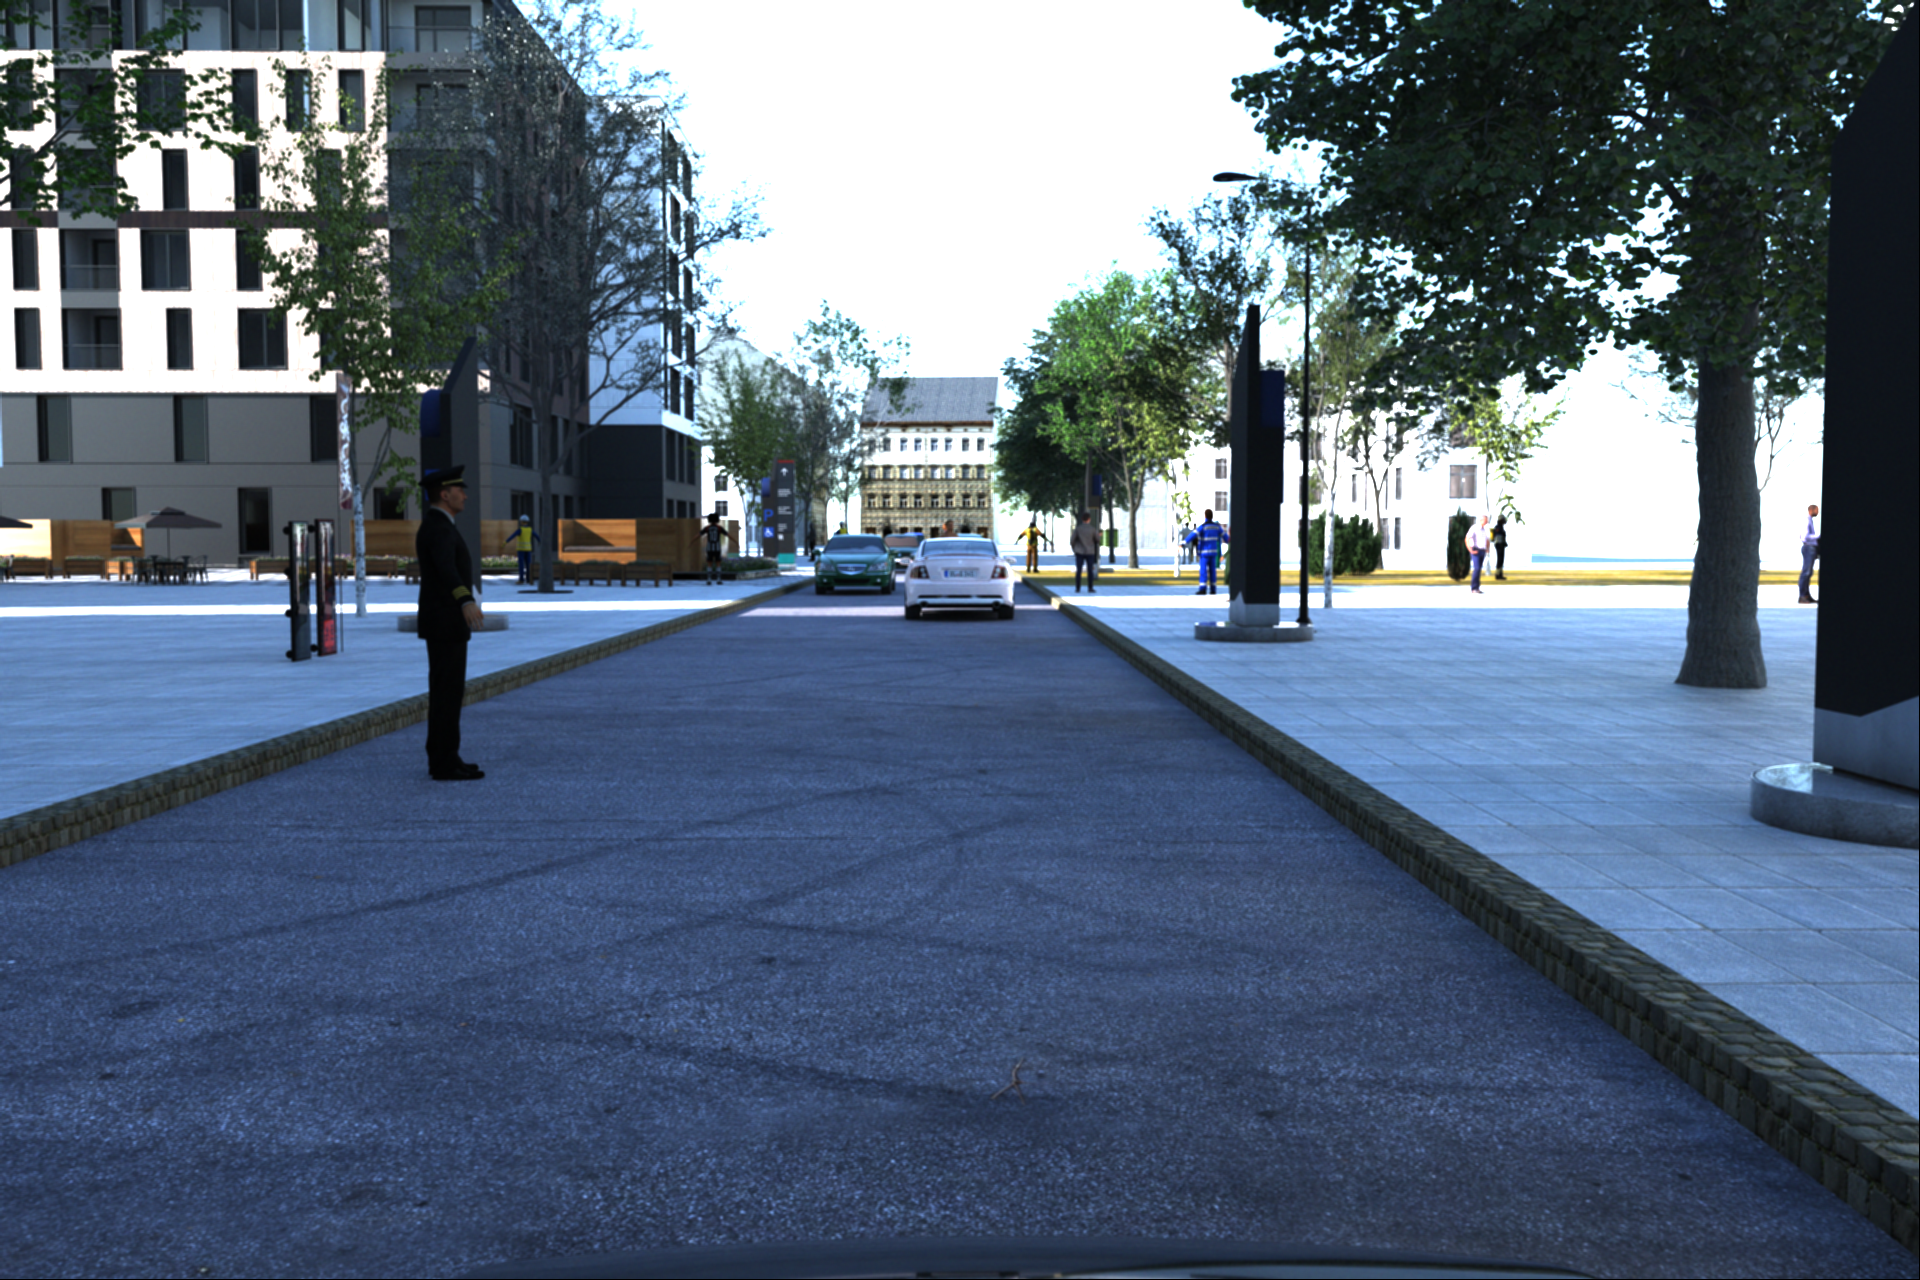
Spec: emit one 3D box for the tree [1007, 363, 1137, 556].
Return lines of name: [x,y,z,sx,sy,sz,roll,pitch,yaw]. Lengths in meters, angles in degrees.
tree: [6.747,-10.685,100.448,9.928,11.665,9.643,0,3,0]

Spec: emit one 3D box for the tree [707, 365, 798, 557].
tree: [-8.639,-7.556,73.900,4.737,8.622,4.395,0,3,0]

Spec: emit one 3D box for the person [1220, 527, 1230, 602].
person: [5.084,-1.436,32.698,0.599,1.438,0.989,2,4,24]

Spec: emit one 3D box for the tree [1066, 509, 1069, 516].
tree: [17.851,-20.106,239.109,12.009,13.543,11.850,0,3,0]

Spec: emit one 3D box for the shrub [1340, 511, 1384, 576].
shrub: [12.055,-2.947,52.610,1.690,2.028,1.600,0,3,0]

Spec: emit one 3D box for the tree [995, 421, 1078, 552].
tree: [6.351,-11.662,125.081,8.767,10.594,7.601,2,4,32]

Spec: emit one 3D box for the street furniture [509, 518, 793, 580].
street furniture: [-7.909,-2.746,51.752,9.812,1.723,11.010,0,4,6]

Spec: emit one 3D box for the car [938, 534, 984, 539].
car: [0.022,-2.198,47.742,2.131,1.459,4.920,0,4,-1]

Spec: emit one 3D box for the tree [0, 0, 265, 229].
tree: [-8.185,-5.292,12.273,9.928,11.665,9.643,0,3,0]

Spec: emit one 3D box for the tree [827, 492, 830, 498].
tree: [-22.316,-19.798,234.061,12.009,13.543,11.850,0,3,0]

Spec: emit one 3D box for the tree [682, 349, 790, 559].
tree: [-8.548,-7.207,68.201,4.737,8.622,4.395,0,3,0]

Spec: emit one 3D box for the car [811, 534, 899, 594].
car: [-2.539,-1.885,42.618,2.131,1.459,4.920,0,4,0]

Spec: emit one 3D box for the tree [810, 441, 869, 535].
tree: [-9.312,-10.651,124.509,4.360,8.622,3.978,0,3,0]

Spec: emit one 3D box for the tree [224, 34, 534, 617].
tree: [-8.995,-4.652,26.422,4.737,8.622,4.395,0,3,0]

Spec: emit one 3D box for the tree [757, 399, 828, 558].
tree: [-8.740,-8.735,93.181,4.360,8.622,3.978,0,3,0]

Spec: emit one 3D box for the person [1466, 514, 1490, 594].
person: [11.189,-1.849,37.208,0.756,1.711,0.436,-2,4,-29]

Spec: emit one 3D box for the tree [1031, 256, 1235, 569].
tree: [6.498,-8.453,63.967,9.928,11.665,9.643,0,3,0]

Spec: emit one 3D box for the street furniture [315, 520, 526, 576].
street furniture: [-18.380,-2.981,55.591,9.812,1.723,11.010,-1,4,-17]

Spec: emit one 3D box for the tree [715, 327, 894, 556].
tree: [-9.094,-11.730,102.161,12.009,13.543,11.850,0,3,0]

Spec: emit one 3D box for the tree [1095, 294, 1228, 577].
tree: [6.370,-6.216,52.001,4.737,8.622,4.395,0,3,0]

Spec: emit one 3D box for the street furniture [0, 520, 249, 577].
street furniture: [-30.432,-3.049,56.705,9.812,1.723,11.010,3,4,36]

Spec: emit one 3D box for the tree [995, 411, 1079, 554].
tree: [5.868,-10.942,113.312,8.767,10.594,7.601,2,4,32]

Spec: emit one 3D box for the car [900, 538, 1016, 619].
car: [-0.032,-1.108,30.477,2.083,1.381,4.827,0,4,-1]

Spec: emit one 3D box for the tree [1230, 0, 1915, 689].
tree: [6.382,-6.580,14.232,9.857,13.997,8.962,0,3,0]

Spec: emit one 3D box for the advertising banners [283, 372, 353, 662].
advertising banners: [-6.714,-1.350,18.254,0.090,3.025,2.074,0,4,-1]

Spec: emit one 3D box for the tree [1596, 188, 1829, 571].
tree: [27.850,-9.178,60.424,12.009,13.543,11.850,0,3,0]

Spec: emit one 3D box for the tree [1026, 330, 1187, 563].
tree: [6.385,-8.655,75.921,7.601,10.594,8.767,-1,4,-22]

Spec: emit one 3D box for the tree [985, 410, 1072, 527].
tree: [5.639,-13.484,138.591,7.486,12.596,7.792,0,3,0]

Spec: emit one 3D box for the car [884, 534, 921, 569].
car: [-2.209,-3.372,64.913,2.009,1.686,4.222,0,4,0]

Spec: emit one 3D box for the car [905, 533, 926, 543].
car: [-2.705,-5.596,101.086,1.945,1.707,3.694,0,4,0]

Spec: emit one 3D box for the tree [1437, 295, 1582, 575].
tree: [16.702,-6.323,53.748,4.737,8.622,4.395,0,3,0]

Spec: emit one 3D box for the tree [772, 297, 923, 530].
tree: [-8.959,-17.224,137.495,12.611,20.169,13.585,0,3,0]

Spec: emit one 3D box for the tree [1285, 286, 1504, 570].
tree: [15.344,-7.853,62.816,8.767,10.594,7.601,1,4,16]

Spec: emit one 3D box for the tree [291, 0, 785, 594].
tree: [-8.890,-7.771,37.419,12.009,13.543,11.850,0,3,0]

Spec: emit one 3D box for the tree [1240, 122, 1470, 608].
tree: [6.168,-4.855,29.738,4.360,8.622,3.978,0,3,0]

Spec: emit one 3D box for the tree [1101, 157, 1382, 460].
tree: [7.054,-6.591,42.180,7.601,10.594,8.767,-3,4,-36]

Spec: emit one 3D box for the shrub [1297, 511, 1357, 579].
shrub: [10.541,-2.794,49.731,1.661,2.075,1.752,0,3,0]

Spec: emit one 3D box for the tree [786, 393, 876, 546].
tree: [-9.160,-11.068,115.369,7.601,10.594,8.767,-2,4,-32]

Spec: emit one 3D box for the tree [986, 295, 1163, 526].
tree: [6.248,-11.163,89.172,9.857,13.997,8.962,0,3,0]
